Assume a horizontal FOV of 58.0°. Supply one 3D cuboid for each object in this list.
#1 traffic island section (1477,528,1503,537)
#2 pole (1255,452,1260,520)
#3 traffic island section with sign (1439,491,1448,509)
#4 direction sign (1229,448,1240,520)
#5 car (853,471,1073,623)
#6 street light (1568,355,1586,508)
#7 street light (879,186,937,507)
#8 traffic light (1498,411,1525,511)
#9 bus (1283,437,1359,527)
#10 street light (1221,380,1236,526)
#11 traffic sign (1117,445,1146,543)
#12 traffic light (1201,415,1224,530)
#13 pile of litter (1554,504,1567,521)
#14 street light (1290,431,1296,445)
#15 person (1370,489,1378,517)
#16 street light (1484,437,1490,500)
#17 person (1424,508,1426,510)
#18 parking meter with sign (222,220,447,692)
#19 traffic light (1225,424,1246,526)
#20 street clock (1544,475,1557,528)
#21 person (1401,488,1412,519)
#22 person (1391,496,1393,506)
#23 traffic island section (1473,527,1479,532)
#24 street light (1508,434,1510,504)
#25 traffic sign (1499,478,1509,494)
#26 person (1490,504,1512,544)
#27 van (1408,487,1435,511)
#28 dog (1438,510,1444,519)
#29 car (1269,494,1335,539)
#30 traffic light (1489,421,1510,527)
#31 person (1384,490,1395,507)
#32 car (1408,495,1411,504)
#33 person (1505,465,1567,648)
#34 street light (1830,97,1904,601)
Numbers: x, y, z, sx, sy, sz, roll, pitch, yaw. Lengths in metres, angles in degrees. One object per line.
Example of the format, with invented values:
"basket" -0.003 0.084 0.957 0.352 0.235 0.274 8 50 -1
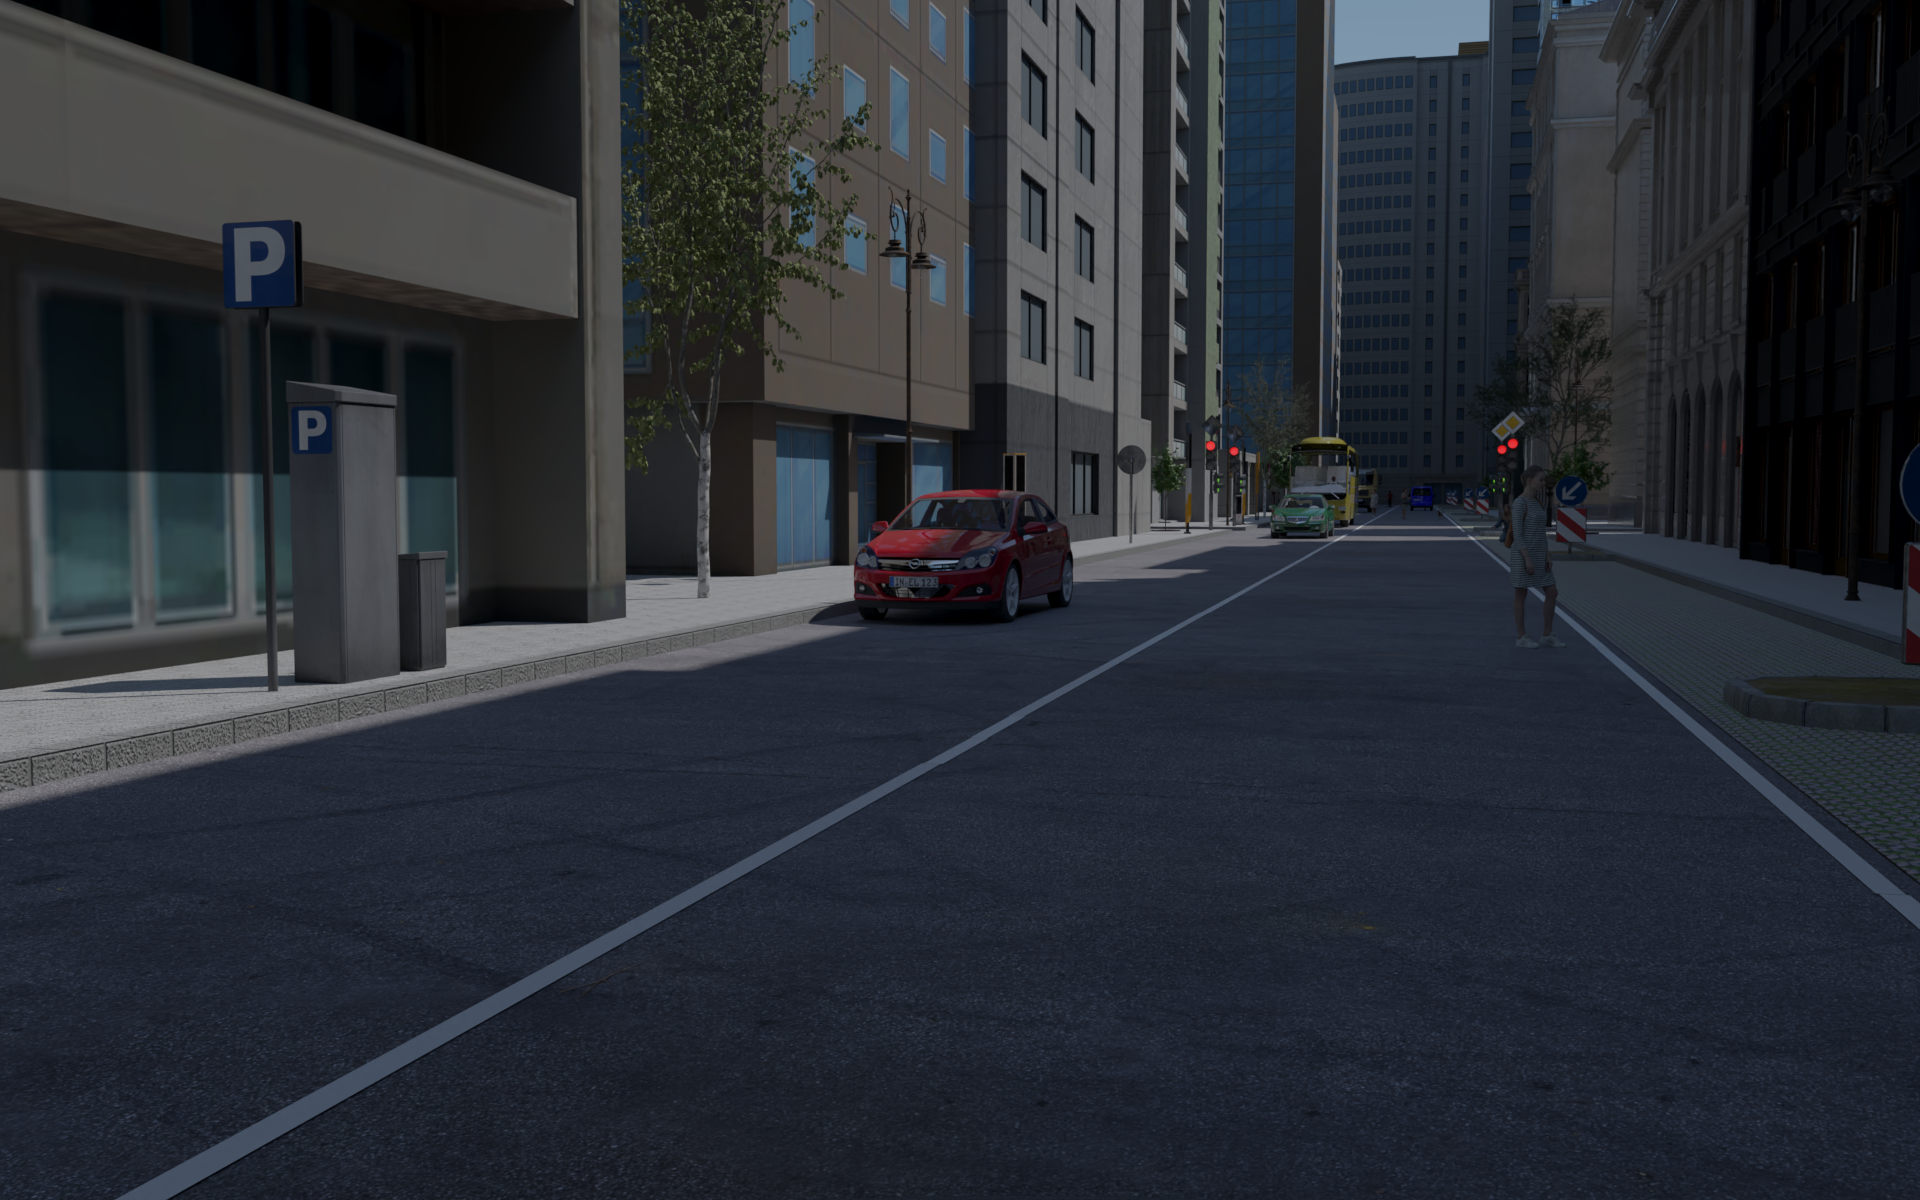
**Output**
"traffic island section" 18.723 -2.234 58.814 2.009 0.180 2.903 1 4 15
"pole" 14.543 -5.558 84.720 0.158 3.312 0.155 0 3 0
"traffic island section with sign" 47.105 -9.600 165.592 1.989 1.847 2.006 1 4 15
"direction sign" 13.358 -5.660 84.536 0.876 3.537 0.379 -3 5 -42
"car" 0.119 -0.719 20.804 2.155 1.783 4.494 1 4 16
"street light" 20.563 -5.202 57.839 0.468 5.910 1.993 1 4 15
"street light" -0.781 -3.279 26.398 0.468 5.910 1.993 1 4 15
"traffic light" 18.687 -4.268 58.710 0.839 4.253 0.868 1 4 15
"bus" 16.529 -5.306 78.292 2.896 3.916 12.252 1 4 15
"street light" 10.856 -5.952 70.099 0.468 5.910 1.993 1 4 15
"traffic sign" 4.443 -2.745 44.991 0.768 2.556 0.104 1 4 17
"traffic light" 8.909 -4.426 61.281 0.839 4.253 0.868 1 4 15
"pile of litter" 28.921 -4.189 82.449 1.176 0.858 1.719 1 4 14
"street light" 20.548 -8.205 106.946 0.468 5.910 1.993 1 4 15
"person" 25.402 -5.935 106.286 0.466 1.731 0.760 0 4 6
"street light" 41.911 -10.095 137.846 0.468 5.910 1.993 1 4 15
"person" 40.533 -8.539 151.339 0.697 1.427 0.421 3 4 36
"parking meter with sign" -4.229 -0.961 11.967 0.543 3.016 1.738 1 4 17
"traffic light" 10.960 -4.898 69.000 0.839 4.253 0.868 1 4 15
"street clock" 22.617 -3.785 66.461 0.471 2.002 0.358 0 4 6
"person" 25.312 -5.474 98.362 0.532 1.782 0.716 2 4 32
"person" 48.293 -11.163 194.275 1.065 1.426 0.557 -3 5 -40
"traffic island section" 20.773 -2.707 66.532 2.009 0.180 2.903 1 4 15
"street light" 32.063 -7.844 101.041 0.468 5.910 1.993 1 4 15
"traffic sign" 32.100 -6.200 102.552 0.795 2.450 0.064 1 4 20
"person" 15.636 -2.148 49.113 1.012 1.151 0.738 2 4 29
"van" 39.439 -8.777 147.893 2.240 2.365 5.245 1 4 15
"dog" 27.605 -4.907 99.519 0.540 0.507 0.406 3 5 42
"car" 11.366 -2.785 57.333 2.131 1.459 4.920 1 4 16
"traffic light" 20.737 -4.741 66.428 0.839 4.253 0.868 1 4 15
"person" 46.030 -10.829 185.498 1.348 1.831 0.705 -1 4 -12
"car" 55.586 -12.306 213.208 2.014 1.417 4.499 1 4 17
"person" 5.323 -0.406 16.148 0.512 1.701 0.522 -3 5 -42
"street light" 10.756 -2.930 20.693 0.468 5.910 1.993 1 4 15
